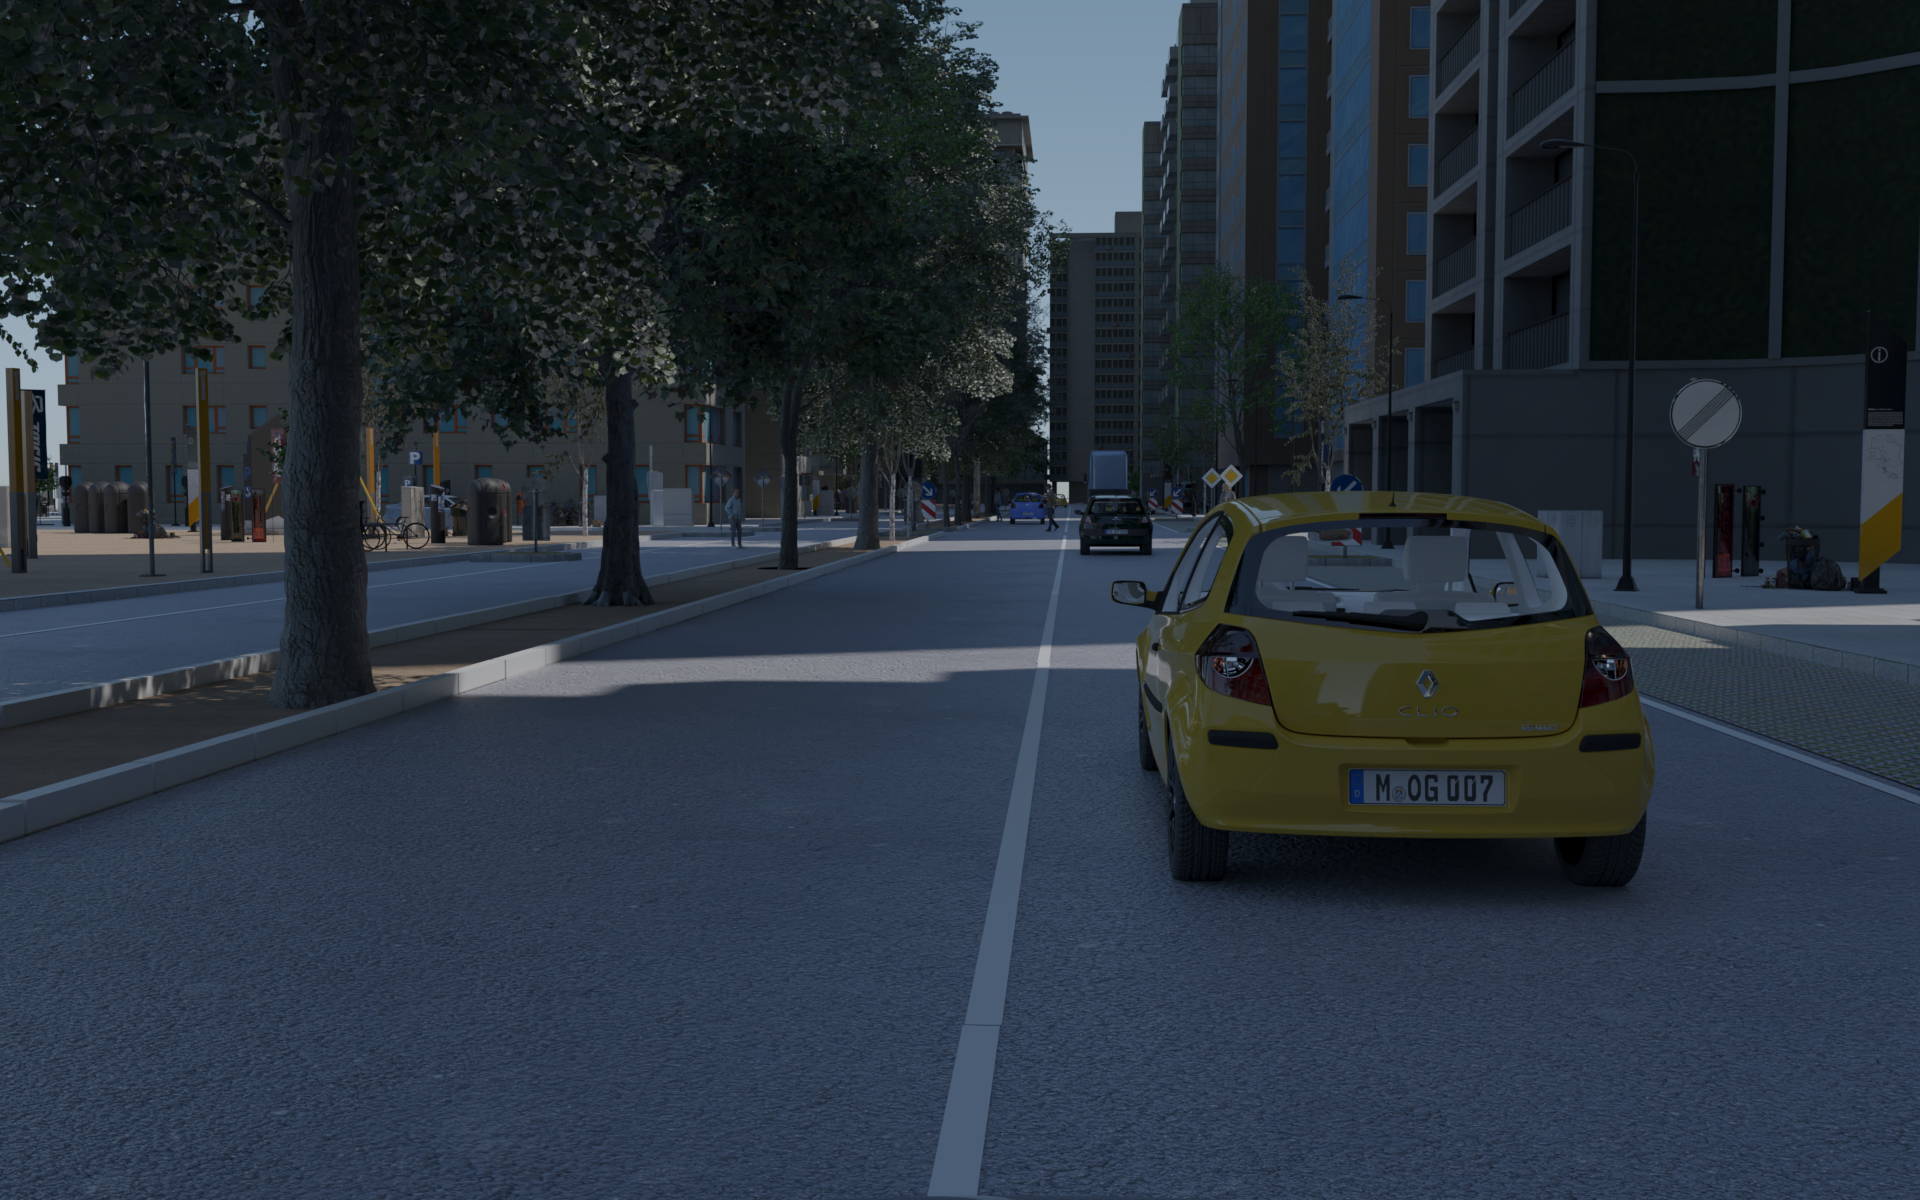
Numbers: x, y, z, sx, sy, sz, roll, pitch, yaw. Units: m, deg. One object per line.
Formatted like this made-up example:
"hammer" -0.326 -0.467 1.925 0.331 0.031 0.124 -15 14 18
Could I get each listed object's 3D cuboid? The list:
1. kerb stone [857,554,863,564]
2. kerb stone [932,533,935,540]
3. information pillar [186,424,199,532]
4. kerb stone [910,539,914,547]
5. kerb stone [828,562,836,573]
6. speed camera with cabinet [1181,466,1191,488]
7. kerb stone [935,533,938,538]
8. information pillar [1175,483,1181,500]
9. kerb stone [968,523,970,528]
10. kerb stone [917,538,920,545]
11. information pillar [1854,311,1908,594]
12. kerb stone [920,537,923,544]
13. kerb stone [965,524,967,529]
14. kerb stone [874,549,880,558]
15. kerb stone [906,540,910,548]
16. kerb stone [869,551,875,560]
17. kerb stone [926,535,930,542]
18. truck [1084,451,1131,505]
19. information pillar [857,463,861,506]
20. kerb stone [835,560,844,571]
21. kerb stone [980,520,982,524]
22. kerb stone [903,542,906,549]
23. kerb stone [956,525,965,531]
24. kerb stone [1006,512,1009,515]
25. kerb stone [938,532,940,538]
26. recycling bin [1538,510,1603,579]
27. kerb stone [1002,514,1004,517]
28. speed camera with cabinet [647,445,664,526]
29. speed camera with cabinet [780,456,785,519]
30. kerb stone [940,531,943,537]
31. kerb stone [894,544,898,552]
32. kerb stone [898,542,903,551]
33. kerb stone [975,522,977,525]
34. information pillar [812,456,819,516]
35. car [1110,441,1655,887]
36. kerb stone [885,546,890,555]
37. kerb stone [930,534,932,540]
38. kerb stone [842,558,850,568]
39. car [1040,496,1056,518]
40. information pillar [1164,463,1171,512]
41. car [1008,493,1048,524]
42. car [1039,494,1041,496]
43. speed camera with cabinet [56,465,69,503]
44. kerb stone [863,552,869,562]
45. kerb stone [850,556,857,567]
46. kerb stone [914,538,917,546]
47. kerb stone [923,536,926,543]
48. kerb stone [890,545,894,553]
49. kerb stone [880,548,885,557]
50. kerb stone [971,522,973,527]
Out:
"kerb stone" -2.148 -0.800 35.401 0.120 0.150 1.000 0 4 4
"kerb stone" -0.954 -1.931 53.817 0.120 0.150 1.000 0 4 4
"information pillar" -25.705 -4.085 58.152 0.504 3.616 0.183 1 4 10
"kerb stone" -1.424 -1.493 46.643 0.120 0.150 1.000 0 4 4
"kerb stone" -2.411 -0.557 31.304 0.120 0.150 1.000 0 4 4
"speed camera with cabinet" 16.063 -7.934 124.060 0.660 3.252 2.038 0 4 -3
"kerb stone" -0.887 -1.993 54.837 0.120 0.150 1.000 0 4 4
"information pillar" 14.688 -6.858 116.621 0.304 2.012 0.304 -2 4 -32
"kerb stone" 0.208 -3.029 71.716 0.120 0.150 1.000 0 4 4
"kerb stone" -1.293 -1.620 48.690 0.120 0.150 1.000 0 4 4
"information pillar" 11.828 -1.888 22.221 0.504 3.616 0.183 1 4 9
"kerb stone" -1.226 -1.681 49.716 0.120 0.150 1.000 0 4 4
"kerb stone" 0.076 -2.901 69.676 0.120 0.150 1.000 0 4 4
"kerb stone" -1.954 -0.996 38.474 0.120 0.150 1.000 0 4 4
"kerb stone" -1.496 -1.433 45.624 0.120 0.150 1.000 0 4 4
"kerb stone" -2.013 -0.931 37.447 0.120 0.150 1.000 0 4 4
"kerb stone" -1.088 -1.809 51.778 0.120 0.150 1.000 0 4 4
"truck" 8.976 -6.880 102.244 2.967 4.110 18.799 0 4 3
"information pillar" -6.823 -7.814 119.114 0.504 3.616 0.183 -1 4 -10
"kerb stone" -2.346 -0.620 32.328 0.120 0.150 1.000 0 4 4
"kerb stone" 0.809 -3.585 80.936 0.120 0.150 1.000 0 4 4
"kerb stone" -1.553 -1.366 44.603 0.120 0.150 1.000 0 4 4
"kerb stone" 0.017 -2.838 68.655 0.120 0.150 1.000 0 4 4
"kerb stone" 2.987 -5.657 114.691 0.120 0.150 1.000 0 4 4
"kerb stone" -0.828 -2.059 55.858 0.120 0.150 1.000 0 4 4
"recycling bin" 9.314 -0.851 26.467 0.722 1.027 0.722 -1 4 -10
"kerb stone" 2.466 -5.153 106.499 0.120 0.150 1.000 0 4 4
"speed camera with cabinet" -12.212 -4.622 69.908 0.660 3.252 2.038 -1 4 -16
"speed camera with cabinet" -8.867 -5.751 88.364 0.660 3.252 2.038 0 4 -5
"kerb stone" -0.747 -2.121 56.877 0.120 0.150 1.000 0 4 4
"kerb stone" -1.684 -1.246 42.563 0.120 0.150 1.000 0 4 4
"kerb stone" -1.613 -1.308 43.583 0.120 0.150 1.000 0 4 4
"kerb stone" 0.542 -3.343 76.846 0.120 0.150 1.000 0 4 4
"information pillar" -8.507 -6.780 102.205 0.504 3.616 0.183 3 5 42
"car" 1.702 0.149 7.792 2.015 1.641 3.980 0 4 3
"kerb stone" -1.815 -1.121 40.519 0.120 0.150 1.000 0 4 4
"kerb stone" -1.022 -1.871 52.798 0.120 0.150 1.000 0 4 4
"kerb stone" -2.288 -0.682 33.349 0.120 0.150 1.000 0 4 4
"car" 4.677 -5.463 101.892 1.945 1.354 3.894 0 4 5
"information pillar" 15.239 -8.299 127.036 0.504 3.616 0.183 0 4 3
"car" 3.252 -4.504 83.224 1.945 1.707 3.694 0 4 3
"car" 5.606 -7.473 132.413 2.015 1.641 3.980 0 4 2
"speed camera with cabinet" -45.939 -5.865 90.230 0.660 3.252 2.038 3 4 38
"kerb stone" -2.085 -0.866 36.426 0.120 0.150 1.000 0 4 4
"kerb stone" -2.218 -0.744 34.375 0.120 0.150 1.000 0 4 4
"kerb stone" -1.358 -1.558 47.663 0.120 0.150 1.000 0 4 4
"kerb stone" -1.161 -1.746 50.745 0.120 0.150 1.000 0 4 4
"kerb stone" -1.759 -1.178 41.543 0.120 0.150 1.000 0 4 4
"kerb stone" -1.891 -1.055 39.496 0.120 0.150 1.000 0 4 4
"kerb stone" 0.346 -3.154 73.761 0.120 0.150 1.000 0 4 4
